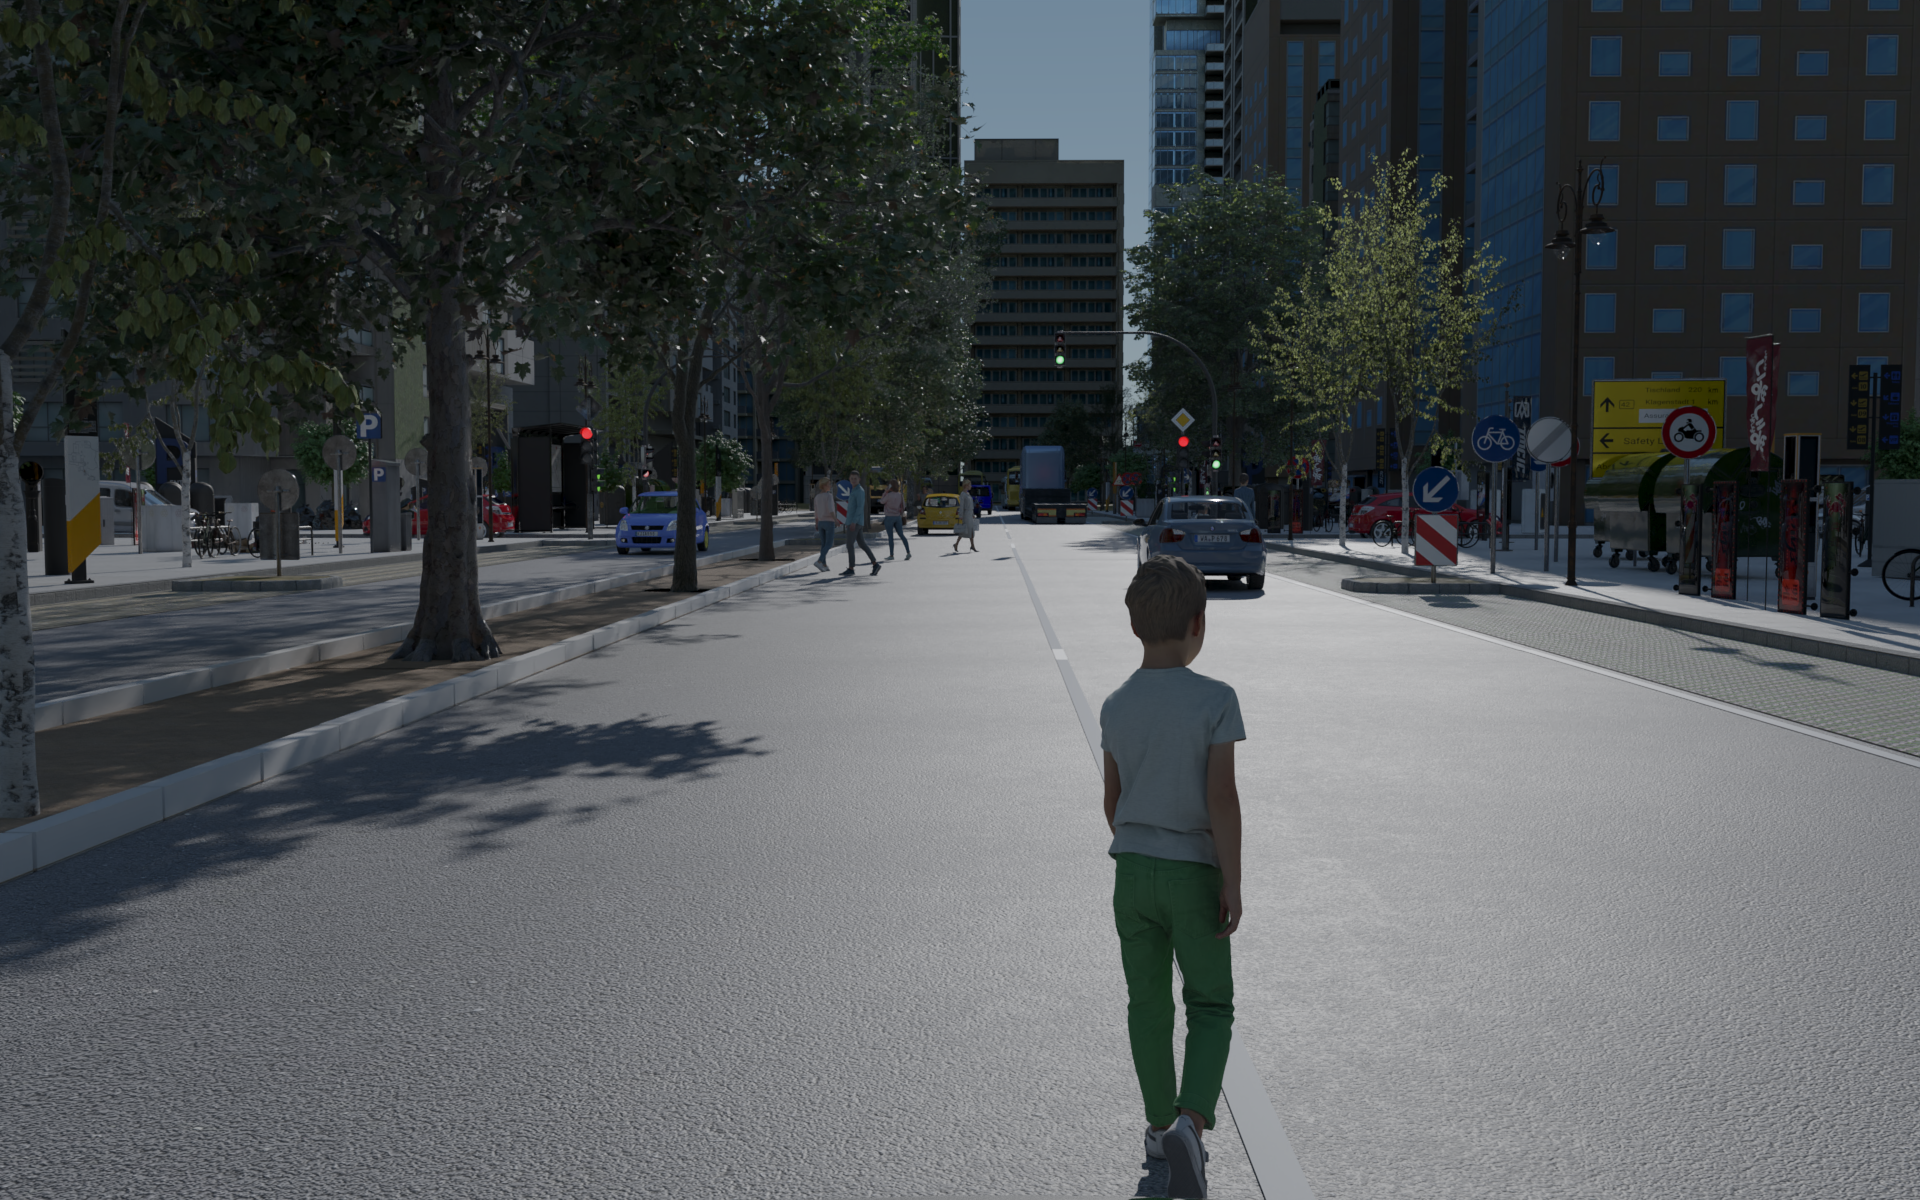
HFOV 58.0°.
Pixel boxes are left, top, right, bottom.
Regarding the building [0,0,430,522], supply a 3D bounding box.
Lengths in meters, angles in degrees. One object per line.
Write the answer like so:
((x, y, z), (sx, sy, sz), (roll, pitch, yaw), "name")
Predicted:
((-32.927, -24.047, 76.759), (14.154, 41.232, 14.086), (0, 4, 1), "building")

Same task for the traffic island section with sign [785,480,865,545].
((-3.854, -2.502, 49.048), (2.006, 1.907, 1.989), (0, 4, 1), "traffic island section with sign")

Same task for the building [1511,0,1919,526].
((30.903, -25.967, 74.664), (14.200, 45.320, 14.600), (0, 4, 1), "building")

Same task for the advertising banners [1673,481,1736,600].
((9.357, -1.528, 21.172), (0.090, 3.025, 2.074), (0, 4, -8), "advertising banners")

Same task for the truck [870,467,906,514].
((-5.478, -7.918, 125.387), (3.469, 3.379, 9.791), (0, 4, 0), "truck")

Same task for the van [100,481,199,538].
((-25.415, -2.825, 53.201), (4.112, 2.044, 2.013), (0, 4, 2), "van")

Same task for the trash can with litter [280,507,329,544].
((-17.566, -2.077, 45.014), (1.678, 1.210, 2.233), (-3, 5, -42), "trash can with litter")

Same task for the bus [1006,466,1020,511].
((5.396, -9.766, 151.224), (2.896, 3.916, 12.252), (0, 4, 2), "bus")

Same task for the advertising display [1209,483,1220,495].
((14.491, -5.788, 99.853), (0.974, 1.923, 0.123), (0, 4, 3), "advertising display")

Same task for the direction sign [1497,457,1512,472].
((19.553, -4.294, 62.199), (0.876, 3.537, 0.379), (-1, 4, -17), "direction sign")

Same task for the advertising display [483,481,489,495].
((-22.593, -4.714, 82.295), (0.123, 1.923, 0.974), (1, 4, 16), "advertising display")

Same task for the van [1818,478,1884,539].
((28.243, -2.816, 53.048), (4.112, 2.044, 2.013), (0, 4, 1), "van")

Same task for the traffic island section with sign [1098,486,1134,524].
((7.737, -4.496, 82.137), (1.989, 1.847, 2.006), (0, 4, 1), "traffic island section with sign")

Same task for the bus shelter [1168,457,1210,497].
((12.939, -6.322, 97.286), (2.014, 3.302, 5.546), (0, 4, 1), "bus shelter")

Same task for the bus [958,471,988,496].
((1.336, -11.630, 181.692), (2.896, 3.916, 12.252), (0, 4, 3), "bus")

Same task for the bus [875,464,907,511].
((-5.756, -9.254, 142.850), (2.896, 3.916, 12.252), (0, 4, 2), "bus")

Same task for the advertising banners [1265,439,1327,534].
((10.828, -3.651, 55.879), (2.074, 3.025, 0.090), (2, 4, 33), "advertising banners")

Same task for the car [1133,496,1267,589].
((3.763, -0.939, 27.350), (2.014, 1.417, 4.499), (0, 4, 2), "car")

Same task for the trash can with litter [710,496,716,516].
((-14.212, -5.510, 101.471), (1.055, 1.170, 0.624), (-1, 4, -19), "trash can with litter")

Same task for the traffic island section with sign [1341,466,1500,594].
((6.729, -1.039, 25.611), (1.989, 1.847, 2.006), (0, 4, 1), "traffic island section with sign")

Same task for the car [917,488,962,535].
((-0.575, -3.152, 61.752), (2.015, 1.641, 3.980), (0, 4, 3), "car")

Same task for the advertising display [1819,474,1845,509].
((28.420, -3.151, 56.726), (0.974, 1.923, 0.123), (0, 4, 6), "advertising display")

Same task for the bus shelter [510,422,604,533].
((-13.859, -4.198, 59.921), (1.731, 3.624, 6.357), (0, 4, 1), "bus shelter")

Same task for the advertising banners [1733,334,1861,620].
((8.939, -1.364, 18.489), (0.090, 3.025, 2.074), (0, 4, -6), "advertising banners")

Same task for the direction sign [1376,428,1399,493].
((14.652, -4.126, 59.449), (0.379, 3.537, 0.876), (-3, 5, -44), "direction sign")

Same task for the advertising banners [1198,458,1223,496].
((11.943, -5.161, 80.574), (2.074, 3.025, 0.090), (-1, 4, -22), "advertising banners")

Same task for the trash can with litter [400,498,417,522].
((-15.327, -2.179, 47.007), (1.055, 1.170, 0.624), (-3, 5, -42), "trash can with litter")

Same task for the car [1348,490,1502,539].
((13.763, -2.573, 51.107), (4.494, 1.783, 2.155), (0, 4, 2), "car")

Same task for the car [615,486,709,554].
((-7.244, -1.998, 42.252), (1.945, 1.707, 3.694), (0, 4, 2), "car")

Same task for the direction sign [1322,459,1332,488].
((23.923, -7.420, 113.310), (0.876, 3.537, 0.379), (-1, 4, -21), "direction sign")

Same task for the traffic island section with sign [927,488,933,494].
((-2.383, -7.550, 131.581), (2.006, 1.907, 1.989), (0, 4, 1), "traffic island section with sign")

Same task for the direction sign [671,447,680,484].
((-13.563, -5.602, 83.590), (0.876, 3.537, 0.379), (-3, 5, -41), "direction sign")

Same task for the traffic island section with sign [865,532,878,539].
((-3.713, -2.955, 56.454), (2.006, 1.907, 1.989), (0, 4, 1), "traffic island section with sign")

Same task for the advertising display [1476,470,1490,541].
((14.398, -2.598, 47.688), (0.123, 1.923, 0.974), (0, 4, 3), "advertising display")

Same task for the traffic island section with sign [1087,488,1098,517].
((8.225, -6.179, 109.651), (1.989, 1.847, 2.006), (0, 4, 1), "traffic island section with sign")

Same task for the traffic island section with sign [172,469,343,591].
((-10.531, -1.078, 26.260), (1.989, 1.847, 2.006), (0, 4, 1), "traffic island section with sign")

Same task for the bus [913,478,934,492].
((-4.385, -12.103, 192.735), (2.948, 3.499, 13.247), (0, 4, -1), "bus")

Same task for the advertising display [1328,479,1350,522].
((16.710, -4.353, 76.385), (0.974, 1.923, 0.123), (1, 4, 11), "advertising display")

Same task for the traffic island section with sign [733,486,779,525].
((-9.553, -4.458, 81.509), (1.989, 1.847, 2.006), (0, 4, 1), "traffic island section with sign")

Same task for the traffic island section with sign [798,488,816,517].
((-9.058, -6.112, 108.561), (1.989, 1.847, 2.006), (0, 4, 1), "traffic island section with sign")

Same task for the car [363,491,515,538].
((-15.819, -2.657, 52.479), (4.494, 1.783, 2.155), (0, 4, 1), "car")

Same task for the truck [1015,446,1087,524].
((4.707, -6.198, 91.094), (2.967, 4.110, 18.799), (0, 4, 0), "truck")

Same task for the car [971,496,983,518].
((0.421, -5.703, 105.820), (1.945, 1.354, 3.894), (0, 4, 2), "car")

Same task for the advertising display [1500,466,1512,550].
((12.568, -2.119, 39.861), (0.123, 1.923, 0.974), (1, 4, 10), "advertising display")

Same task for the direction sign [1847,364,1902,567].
((16.004, -2.347, 30.375), (0.876, 3.537, 0.379), (0, 4, 6), "direction sign")

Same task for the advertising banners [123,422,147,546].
((-20.618, -2.881, 43.292), (0.090, 3.025, 2.074), (-1, 4, -13), "advertising banners")

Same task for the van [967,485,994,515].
((1.270, -7.129, 120.949), (2.240, 2.365, 5.245), (0, 3, 0), "van")

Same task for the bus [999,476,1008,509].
((5.383, -10.509, 166.685), (2.948, 3.499, 13.247), (0, 4, 0), "bus")

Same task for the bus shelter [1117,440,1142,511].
((12.410, -9.077, 126.035), (2.179, 5.291, 8.768), (0, 4, 1), "bus shelter")

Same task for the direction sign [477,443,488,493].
((-21.276, -5.227, 77.452), (0.876, 3.537, 0.379), (2, 4, 33), "direction sign")
